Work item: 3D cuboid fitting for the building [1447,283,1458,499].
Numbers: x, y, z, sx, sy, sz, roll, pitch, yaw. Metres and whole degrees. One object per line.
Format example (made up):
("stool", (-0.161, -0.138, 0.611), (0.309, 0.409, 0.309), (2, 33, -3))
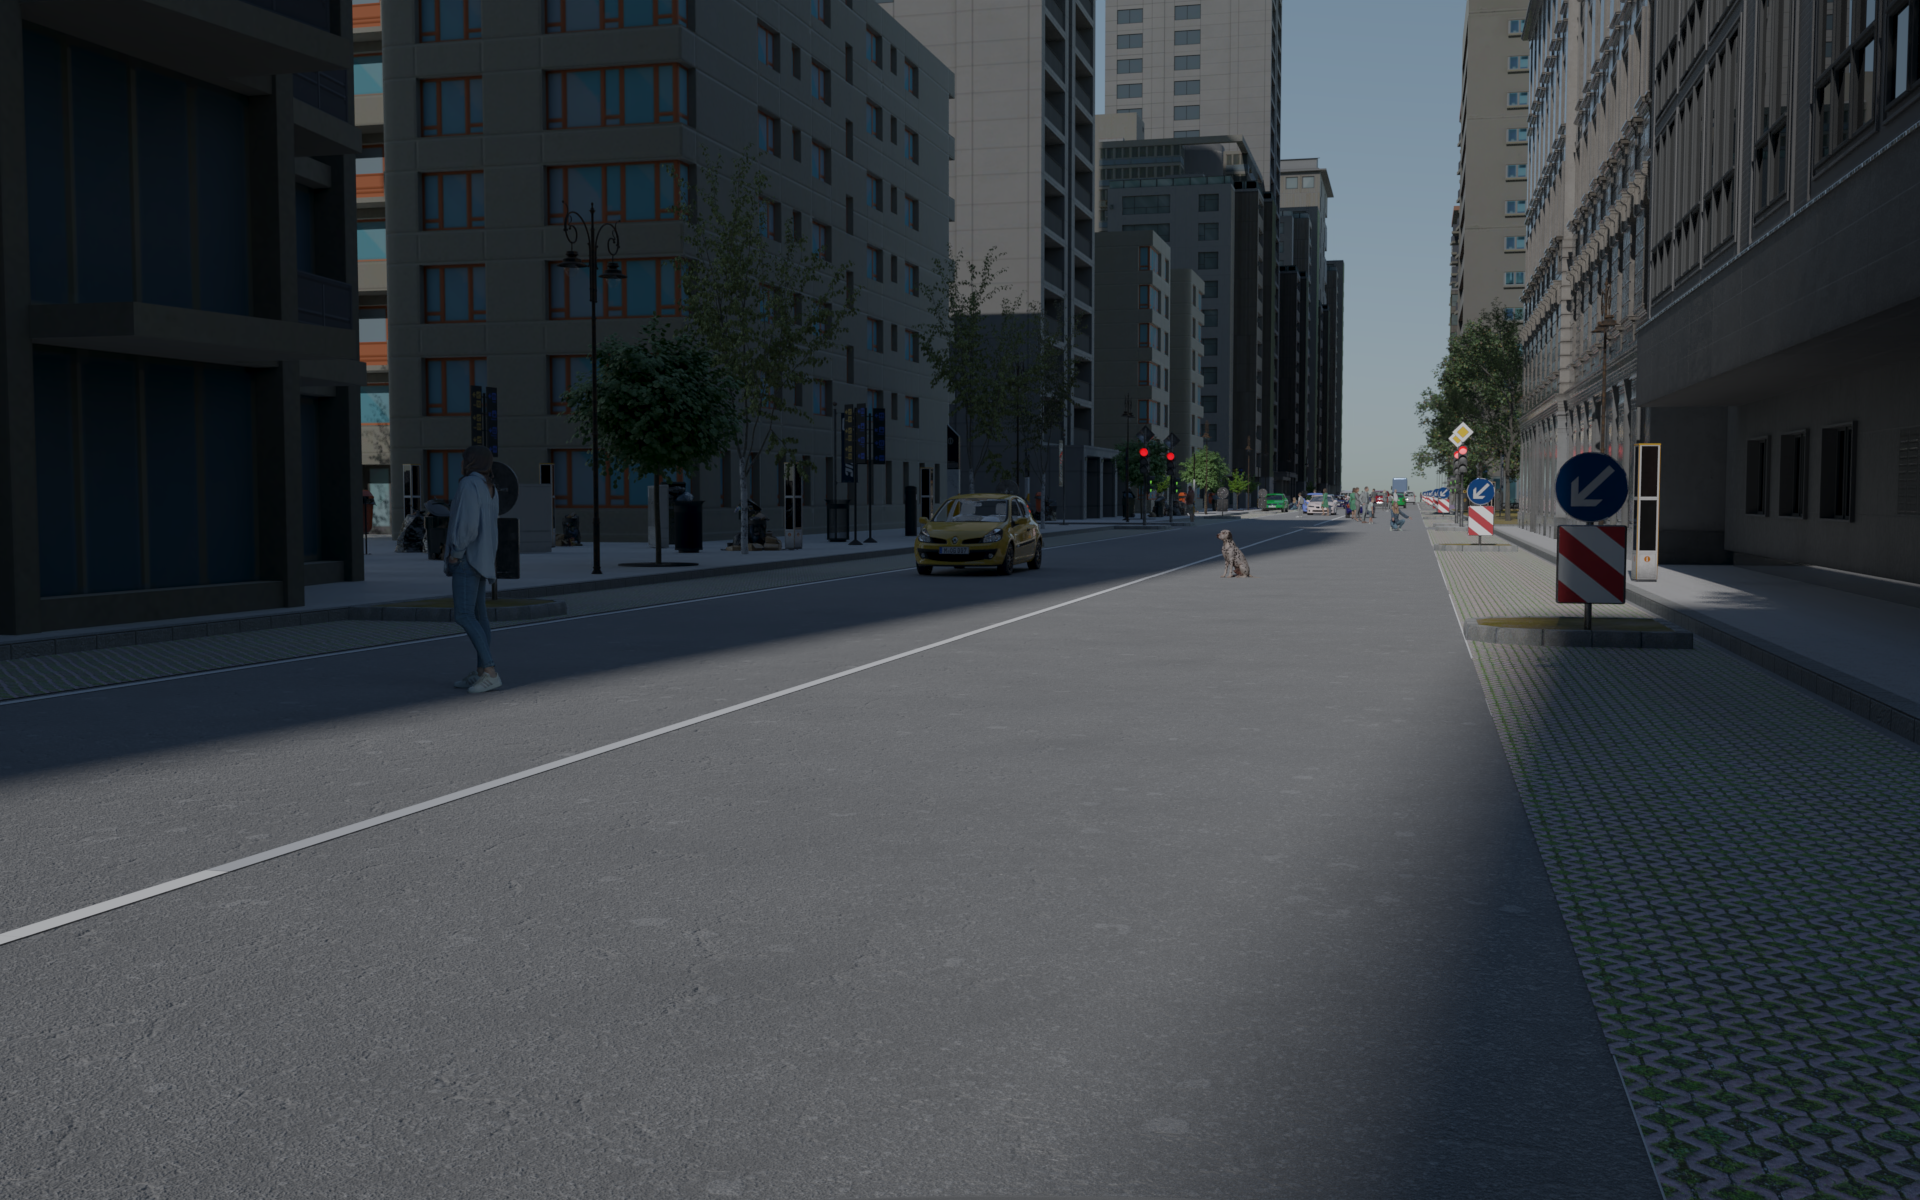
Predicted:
("building", (73.569, -28.332, 234.933), (14.160, 30.474, 14.107), (1, 4, 15))

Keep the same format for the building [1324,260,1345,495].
("building", (57.995, -37.455, 295.983), (14.154, 41.232, 14.086), (1, 4, 15))

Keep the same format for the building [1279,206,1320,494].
("building", (42.266, -34.085, 240.881), (14.154, 41.232, 14.086), (1, 4, 15))

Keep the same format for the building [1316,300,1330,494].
("building", (46.913, -29.584, 255.397), (14.160, 30.474, 14.107), (1, 4, 15))

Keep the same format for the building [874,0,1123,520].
("building", (-1.094, -40.277, 96.788), (20.563, 71.187, 20.611), (1, 4, 15))

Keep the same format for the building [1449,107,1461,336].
("building", (63.022, -32.129, 179.930), (22.147, 44.769, 28.867), (1, 4, 15))

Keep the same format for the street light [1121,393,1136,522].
("street light", (7.686, -6.513, 79.278), (0.468, 5.910, 1.993), (1, 4, 15))

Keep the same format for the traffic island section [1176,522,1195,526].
("traffic island section", (9.548, -3.442, 78.552), (2.009, 0.180, 2.903), (1, 4, 15))

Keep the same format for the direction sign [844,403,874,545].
("direction sign", (-2.631, -3.151, 43.513), (0.379, 3.537, 0.876), (-3, 5, -39))

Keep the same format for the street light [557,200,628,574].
("street light", (-5.824, -3.353, 27.603), (0.468, 5.910, 1.993), (1, 4, 15))

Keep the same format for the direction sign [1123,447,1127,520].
("direction sign", (8.092, -5.643, 84.263), (0.379, 3.537, 0.876), (0, 4, 1))

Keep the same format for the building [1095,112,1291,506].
("building", (17.991, -29.905, 180.831), (32.217, 40.220, 23.993), (1, 4, 15))

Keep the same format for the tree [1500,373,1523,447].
("tree", (30.991, -8.708, 92.744), (4.360, 8.622, 3.978), (0, 3, 0))

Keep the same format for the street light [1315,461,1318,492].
("street light", (48.117, -15.957, 233.676), (0.468, 5.910, 1.993), (1, 4, 15))

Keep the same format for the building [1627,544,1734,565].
("building", (19.243, -11.570, 38.321), (9.793, 20.994, 18.267), (1, 4, 15))

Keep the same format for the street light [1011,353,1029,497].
("street light", (1.902, -5.147, 56.948), (0.468, 5.910, 1.993), (1, 4, 15))

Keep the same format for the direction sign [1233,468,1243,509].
("direction sign", (23.932, -9.617, 149.229), (0.876, 3.537, 0.379), (2, 4, 27))

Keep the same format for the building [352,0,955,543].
("building", (-17.690, -13.264, 61.904), (28.899, 21.520, 27.650), (1, 4, 15))

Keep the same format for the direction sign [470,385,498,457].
("direction sign", (-10.004, -2.721, 36.491), (0.379, 3.537, 0.876), (1, 4, 20))

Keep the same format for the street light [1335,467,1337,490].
("street light", (63.331, -19.491, 291.460), (0.468, 5.910, 1.993), (1, 4, 15))

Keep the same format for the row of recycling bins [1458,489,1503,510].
("row of recycling bins", (41.067, -7.926, 136.695), (3.534, 1.692, 1.069), (2, 4, 26))

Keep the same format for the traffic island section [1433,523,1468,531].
("traffic island section", (21.632, -3.248, 75.392), (2.009, 0.180, 2.903), (1, 4, 15))

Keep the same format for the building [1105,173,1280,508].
("building", (21.492, -23.761, 160.186), (14.160, 30.474, 14.107), (1, 4, 15))

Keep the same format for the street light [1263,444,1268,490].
("street light", (27.041, -11.037, 153.237), (0.468, 5.910, 1.993), (1, 4, 15))

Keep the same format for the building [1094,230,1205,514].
("building", (2.886, -17.494, 131.059), (27.650, 21.520, 28.899), (1, 4, 15))

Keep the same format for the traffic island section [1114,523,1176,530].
("traffic island section", (7.524, -2.969, 70.827), (2.009, 0.180, 2.903), (1, 4, 15))

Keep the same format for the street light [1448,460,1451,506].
("street light", (54.297, -13.421, 192.226), (0.468, 5.910, 1.993), (1, 4, 15))

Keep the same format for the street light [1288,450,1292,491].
("street light", (34.645, -12.810, 182.234), (0.468, 5.910, 1.993), (1, 4, 15))

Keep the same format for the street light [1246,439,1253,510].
("street light", (22.847, -10.049, 137.088), (0.468, 5.910, 1.993), (1, 4, 15))

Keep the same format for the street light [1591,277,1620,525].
("street light", (13.793, -3.935, 37.127), (0.468, 5.910, 1.993), (1, 4, 15))

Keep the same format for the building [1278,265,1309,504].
("building", (36.074, -27.255, 217.326), (14.160, 30.474, 14.107), (1, 4, 15))

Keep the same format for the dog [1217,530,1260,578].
("dog", (4.831, -0.786, 29.688), (0.800, 0.831, 0.513), (1, 4, 18))

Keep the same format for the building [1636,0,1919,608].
("building", (15.868, -13.674, 17.073), (14.314, 27.812, 24.014), (1, 4, 15))

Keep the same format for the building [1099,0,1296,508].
("building", (28.536, -46.599, 200.142), (20.563, 71.187, 20.611), (1, 4, 15))

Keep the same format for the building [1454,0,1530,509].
("building", (56.037, -32.509, 155.217), (21.300, 48.544, 21.600), (1, 4, 15))

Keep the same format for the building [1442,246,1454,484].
("building", (91.654, -40.581, 283.103), (23.786, 49.044, 30.456), (1, 4, 15))

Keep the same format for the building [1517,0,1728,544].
("building", (23.659, -12.652, 56.014), (9.793, 20.994, 18.267), (1, 4, 15))

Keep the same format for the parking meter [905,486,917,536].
("parking meter", (-1.497, -2.719, 52.867), (0.372, 1.533, 0.369), (0, 3, 0))

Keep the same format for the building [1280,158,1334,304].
("building", (44.297, -42.062, 276.949), (28.713, 52.752, 27.495), (1, 4, 15))

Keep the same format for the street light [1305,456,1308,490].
("street light", (42.227, -14.582, 211.197), (0.468, 5.910, 1.993), (1, 4, 15))

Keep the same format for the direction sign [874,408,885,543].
("direction sign", (-2.368, -3.278, 45.589), (0.876, 3.537, 0.379), (-2, 4, -27))

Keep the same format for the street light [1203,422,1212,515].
("street light", (15.400, -8.277, 108.124), (0.468, 5.910, 1.993), (1, 4, 15))

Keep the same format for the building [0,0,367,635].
("building", (-18.902, -21.909, 12.835), (22.147, 44.769, 28.867), (1, 4, 15))

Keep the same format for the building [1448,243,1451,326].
("building", (83.233, -36.673, 254.225), (22.147, 44.769, 28.867), (1, 4, 15))

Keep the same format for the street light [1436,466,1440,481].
("street light", (83.070, -20.111, 301.597), (0.468, 5.910, 1.993), (1, 4, 15))

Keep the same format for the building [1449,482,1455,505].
("building", (75.048, -31.375, 204.857), (32.217, 40.220, 23.993), (1, 4, 15))

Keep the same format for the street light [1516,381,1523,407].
("street light", (21.518, -5.716, 66.239), (0.468, 5.910, 1.993), (1, 4, 15))
